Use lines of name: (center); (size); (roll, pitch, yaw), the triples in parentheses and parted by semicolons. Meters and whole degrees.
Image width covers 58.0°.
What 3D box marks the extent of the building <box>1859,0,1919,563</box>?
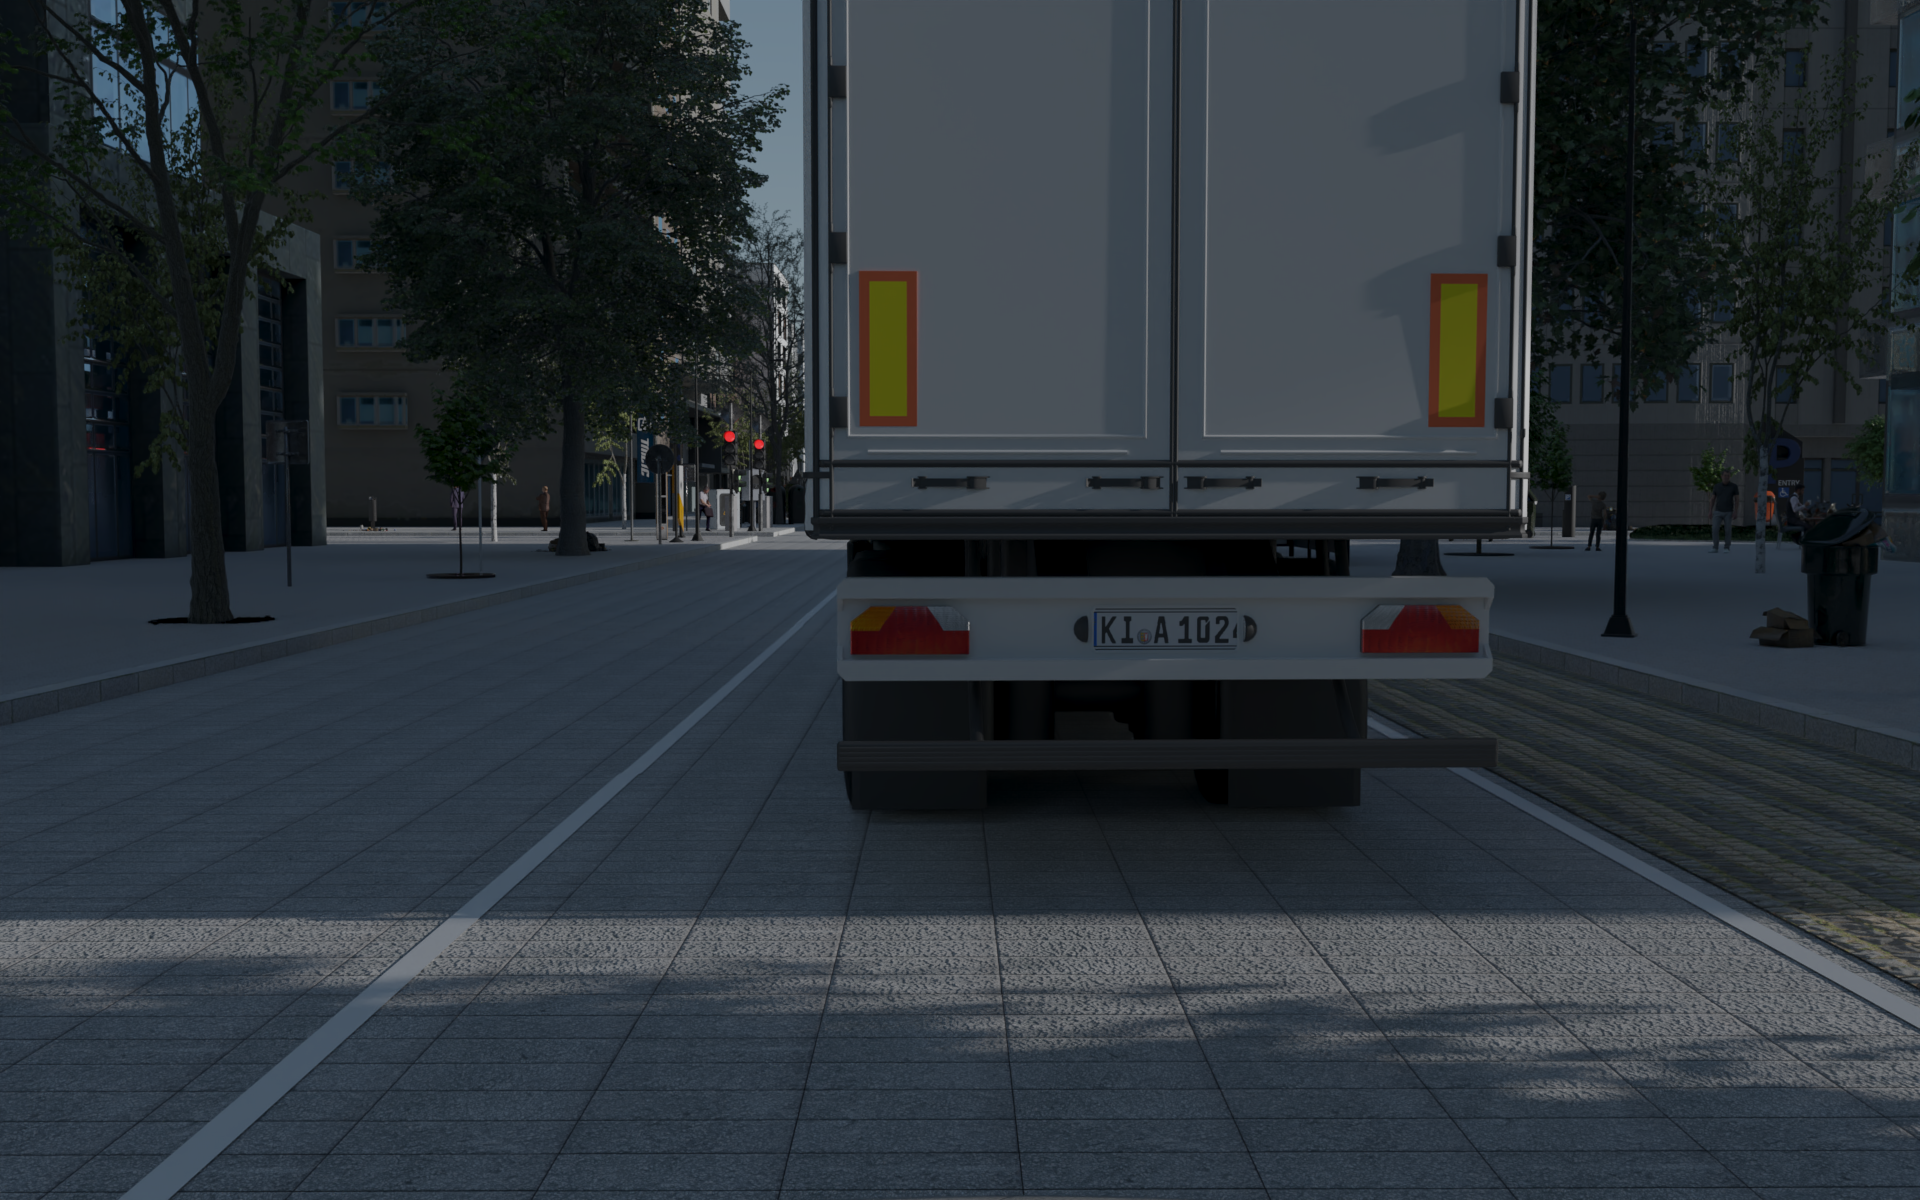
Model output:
building: (27.537, -24.461, 19.554); (23.786, 49.044, 30.456); (0, 4, 0)

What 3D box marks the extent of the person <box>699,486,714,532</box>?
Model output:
person: (-8.735, -3.116, 59.210); (0.590, 1.554, 0.614); (1, 4, 20)

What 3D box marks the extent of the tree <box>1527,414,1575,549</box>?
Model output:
tree: (13.994, -2.821, 40.727); (1.663, 3.219, 1.824); (0, 3, 0)

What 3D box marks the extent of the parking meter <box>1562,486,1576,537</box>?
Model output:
parking meter: (18.085, -2.631, 51.432); (0.372, 1.533, 0.369); (0, 3, 0)

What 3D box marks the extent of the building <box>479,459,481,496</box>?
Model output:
building: (-42.033, -15.702, 198.880); (28.070, 9.664, 9.099); (0, 4, 0)

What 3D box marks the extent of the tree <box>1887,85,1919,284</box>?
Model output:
tree: (6.185, -1.466, 7.689); (4.285, 4.588, 4.351); (0, 3, 0)

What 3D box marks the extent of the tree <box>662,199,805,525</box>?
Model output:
tree: (-7.709, -9.926, 72.668); (12.009, 13.543, 11.850); (0, 3, 0)

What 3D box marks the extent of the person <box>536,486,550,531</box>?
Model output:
person: (-14.374, -3.143, 59.705); (0.388, 1.546, 0.482); (2, 4, 27)

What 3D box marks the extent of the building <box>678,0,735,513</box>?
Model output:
building: (-29.984, -32.167, 115.169); (28.713, 52.752, 27.495); (0, 4, 0)

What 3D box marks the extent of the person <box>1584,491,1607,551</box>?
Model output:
person: (14.335, -1.780, 39.055); (0.435, 1.345, 0.340); (1, 4, 16)

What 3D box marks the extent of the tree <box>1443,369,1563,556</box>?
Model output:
tree: (10.823, -3.215, 36.280); (4.285, 4.588, 4.351); (0, 3, 0)

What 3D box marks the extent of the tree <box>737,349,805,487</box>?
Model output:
tree: (-8.024, -8.363, 87.098); (4.737, 8.622, 4.395); (0, 3, 0)

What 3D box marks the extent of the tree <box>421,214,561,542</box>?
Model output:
tree: (-12.380, -5.891, 46.686); (4.360, 8.622, 3.978); (0, 3, 0)

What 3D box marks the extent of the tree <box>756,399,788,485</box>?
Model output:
tree: (-12.263, -10.572, 123.211); (4.360, 8.622, 3.978); (0, 3, 0)

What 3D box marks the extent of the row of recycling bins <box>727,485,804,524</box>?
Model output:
row of recycling bins: (-8.485, -4.198, 75.754); (3.534, 1.692, 1.069); (0, 4, 2)

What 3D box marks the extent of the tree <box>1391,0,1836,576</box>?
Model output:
tree: (6.002, -6.448, 22.426); (9.611, 12.733, 9.660); (0, 3, 0)

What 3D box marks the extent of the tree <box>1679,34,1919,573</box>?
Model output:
tree: (13.202, -4.737, 27.809); (4.737, 8.622, 4.395); (0, 3, 0)

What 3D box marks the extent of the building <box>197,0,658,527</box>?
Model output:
building: (-26.005, -27.697, 76.542); (21.300, 48.544, 21.600); (0, 4, 0)

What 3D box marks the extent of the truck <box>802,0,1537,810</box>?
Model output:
truck: (0.500, -1.367, 11.271); (2.839, 4.237, 11.283); (0, 4, -2)

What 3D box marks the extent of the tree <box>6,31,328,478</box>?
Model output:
tree: (-12.096, -4.677, 26.829); (4.737, 8.622, 4.395); (0, 3, 0)

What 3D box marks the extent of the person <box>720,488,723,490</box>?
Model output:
person: (-12.696, -5.132, 91.818); (0.647, 1.594, 0.662); (2, 4, 31)

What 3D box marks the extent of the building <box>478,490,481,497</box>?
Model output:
building: (-61.836, -20.703, 194.920); (11.380, 20.091, 16.016); (0, 4, 0)

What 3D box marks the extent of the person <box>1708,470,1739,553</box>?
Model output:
person: (16.577, -1.924, 37.629); (0.434, 1.807, 0.598); (-3, 5, -42)

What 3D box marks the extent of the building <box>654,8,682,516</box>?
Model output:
building: (-23.352, -27.188, 94.634); (14.600, 45.320, 14.200); (0, 4, 0)

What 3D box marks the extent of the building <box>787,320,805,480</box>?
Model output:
building: (-22.276, -20.648, 194.015); (11.380, 20.091, 16.016); (0, 4, 0)

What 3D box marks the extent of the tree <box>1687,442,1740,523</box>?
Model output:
tree: (27.738, -4.262, 64.278); (1.663, 3.219, 1.824); (0, 3, 0)

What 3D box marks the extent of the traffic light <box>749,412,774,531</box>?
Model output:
traffic light: (-6.843, -4.316, 59.480); (0.839, 4.253, 0.868); (0, 4, 0)

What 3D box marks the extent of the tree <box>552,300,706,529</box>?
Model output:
tree: (-12.431, -6.868, 62.660); (4.737, 8.622, 4.395); (0, 3, 0)

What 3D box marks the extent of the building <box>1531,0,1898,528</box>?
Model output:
building: (27.766, -32.579, 74.669); (28.212, 58.520, 21.231); (0, 4, 0)

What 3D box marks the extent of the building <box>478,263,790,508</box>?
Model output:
building: (-30.287, -18.774, 150.937); (27.936, 21.610, 32.646); (0, 4, 0)

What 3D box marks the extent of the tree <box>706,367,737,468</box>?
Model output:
tree: (-12.346, -8.969, 97.007); (4.737, 8.622, 4.395); (0, 3, 0)

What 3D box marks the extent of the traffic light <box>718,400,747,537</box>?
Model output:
traffic light: (-6.787, -3.827, 51.495); (0.839, 4.253, 0.868); (0, 4, 0)

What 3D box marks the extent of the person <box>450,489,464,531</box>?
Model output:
person: (-17.662, -3.295, 60.828); (0.541, 1.710, 0.530); (-2, 4, -32)

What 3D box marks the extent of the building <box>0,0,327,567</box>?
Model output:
building: (-31.307, -43.847, 29.568); (31.000, 86.520, 22.319); (0, 4, 0)
